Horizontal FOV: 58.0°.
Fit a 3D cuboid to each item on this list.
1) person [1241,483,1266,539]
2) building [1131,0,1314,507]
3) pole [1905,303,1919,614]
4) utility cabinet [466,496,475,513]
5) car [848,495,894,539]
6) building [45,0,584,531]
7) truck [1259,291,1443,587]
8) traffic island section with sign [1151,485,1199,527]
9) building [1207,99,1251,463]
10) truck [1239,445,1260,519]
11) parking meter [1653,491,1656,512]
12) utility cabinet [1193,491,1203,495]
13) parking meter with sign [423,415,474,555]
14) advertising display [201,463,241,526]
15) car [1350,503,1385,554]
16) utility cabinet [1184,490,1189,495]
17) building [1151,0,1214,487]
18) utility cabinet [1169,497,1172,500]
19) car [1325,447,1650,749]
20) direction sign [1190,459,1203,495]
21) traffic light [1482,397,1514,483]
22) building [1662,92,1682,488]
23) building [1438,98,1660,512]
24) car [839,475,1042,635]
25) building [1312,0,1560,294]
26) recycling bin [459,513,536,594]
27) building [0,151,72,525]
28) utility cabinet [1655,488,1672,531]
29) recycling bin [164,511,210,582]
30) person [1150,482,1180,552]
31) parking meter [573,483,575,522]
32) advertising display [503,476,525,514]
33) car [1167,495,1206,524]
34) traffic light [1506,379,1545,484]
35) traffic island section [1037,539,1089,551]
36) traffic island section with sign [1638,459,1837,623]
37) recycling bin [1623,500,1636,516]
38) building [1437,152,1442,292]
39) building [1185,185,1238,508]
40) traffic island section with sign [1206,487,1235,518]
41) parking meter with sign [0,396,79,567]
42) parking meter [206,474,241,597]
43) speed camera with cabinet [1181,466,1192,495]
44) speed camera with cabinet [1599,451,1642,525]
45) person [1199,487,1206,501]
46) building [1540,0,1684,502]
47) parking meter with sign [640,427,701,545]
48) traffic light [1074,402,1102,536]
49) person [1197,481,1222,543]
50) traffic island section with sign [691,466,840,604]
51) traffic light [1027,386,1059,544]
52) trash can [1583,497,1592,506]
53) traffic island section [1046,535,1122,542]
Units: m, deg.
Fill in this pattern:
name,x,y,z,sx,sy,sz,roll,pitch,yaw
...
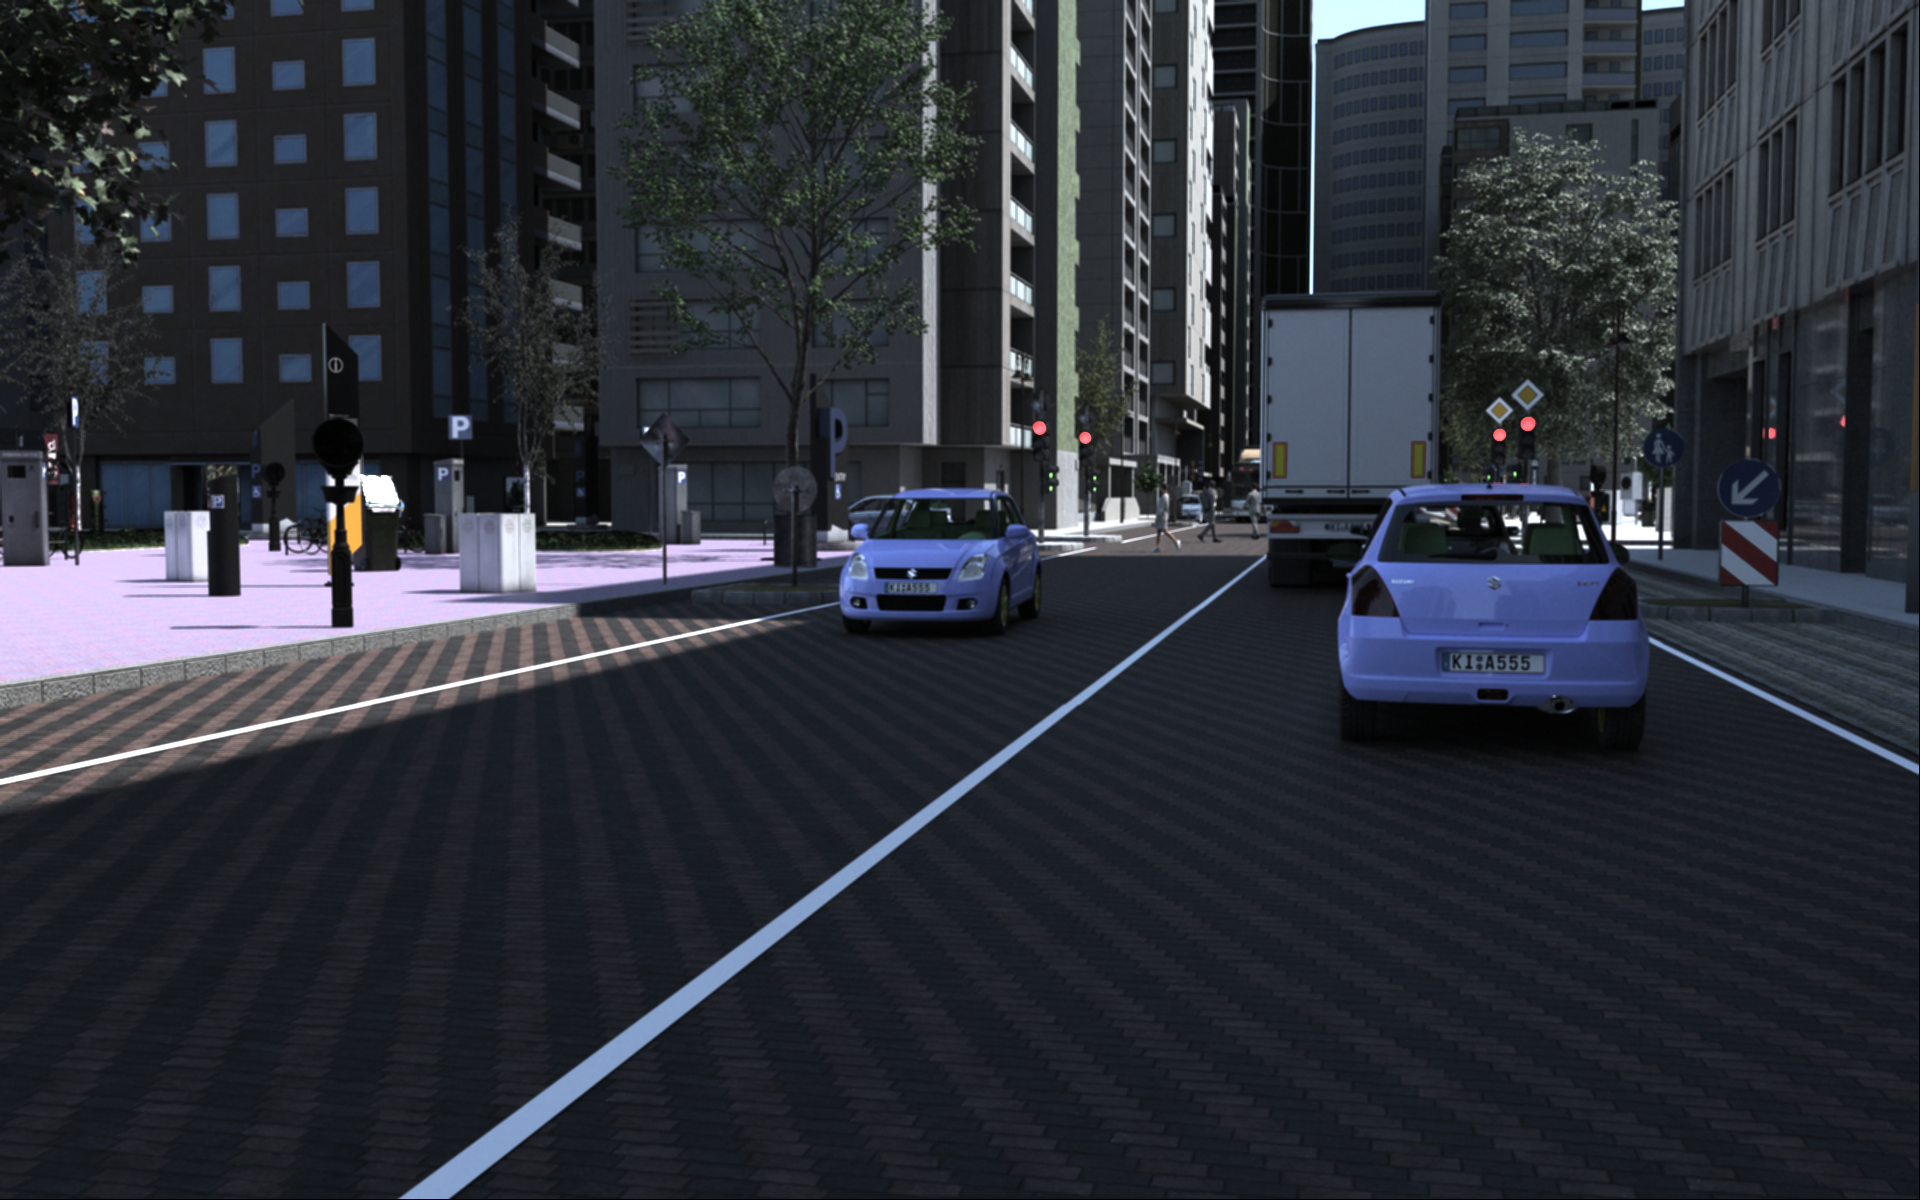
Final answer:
name,x,y,z,sx,sy,sz,roll,pitch,yaw
person,9.327,-2.818,54.849,0.678,1.792,0.850,-1,4,-18
building,33.663,-47.739,218.788,20.611,71.187,20.563,1,4,13
pole,10.302,-1.512,18.560,0.158,3.312,0.155,0,3,0
utility cabinet,-32.034,-6.232,113.051,1.020,1.237,0.306,3,4,36
car,-2.435,-2.335,50.174,4.499,1.417,2.014,1,4,11
building,-24.234,-25.464,66.451,14.200,45.320,14.600,1,4,13
truck,6.611,-2.491,29.641,2.839,4.237,11.283,1,4,12
traffic island section with sign,9.634,-4.196,77.227,1.989,1.847,2.006,1,4,13
building,21.692,-30.088,175.533,14.154,41.232,14.086,1,4,13
truck,17.859,-6.915,101.970,2.839,4.237,11.283,1,4,13
parking meter,42.731,-5.985,106.270,0.372,1.533,0.369,0,3,0
utility cabinet,16.780,-6.813,120.070,1.173,1.500,0.318,1,4,23
parking meter with sign,-11.050,-2.514,37.369,0.543,3.016,1.738,0,4,5
advertising display,-15.496,-1.905,36.364,0.123,1.923,0.974,1,4,19
car,5.694,-0.671,20.755,2.009,1.686,4.222,1,4,13
utility cabinet,13.667,-5.850,104.330,0.318,1.500,1.173,0,4,6
building,6.429,-33.833,142.405,28.713,52.752,27.495,1,4,13
utility cabinet,13.286,-6.013,109.481,0.306,1.237,1.020,-1,4,-15
car,3.330,-0.096,11.160,1.945,1.707,3.694,1,4,13
direction sign,15.362,-7.382,112.697,0.876,3.537,0.379,-1,4,-14
traffic light,15.546,-3.741,50.093,0.839,4.253,0.868,1,4,13
building,82.360,-32.449,180.659,14.200,45.320,14.600,1,4,13
building,44.232,-21.987,131.182,14.160,30.474,14.107,1,4,13
car,-0.148,-0.568,18.872,1.945,1.707,3.694,1,4,11
building,57.978,-41.111,214.157,28.212,58.520,21.231,1,4,13
recycling bin,-6.059,-0.621,22.703,0.722,1.027,0.722,2,4,26
building,-51.753,-32.710,76.810,28.212,58.520,21.231,1,4,13
utility cabinet,24.190,-3.065,58.786,1.173,1.500,0.318,-1,4,-19
recycling bin,-11.232,-0.797,25.593,0.722,1.027,0.722,3,4,36
person,5.059,-2.050,42.768,0.760,1.731,0.466,-1,4,-21
parking meter,-17.628,-4.535,79.851,0.255,1.863,0.399,1,4,12
advertising display,-15.628,-3.403,60.856,0.123,1.923,0.974,2,4,35
car,11.065,-4.448,84.725,2.014,1.417,4.499,1,4,13
traffic light,13.805,-3.265,42.299,0.839,4.253,0.868,1,4,13
traffic island section,2.090,-1.391,45.025,2.009,0.180,2.903,1,4,13
traffic island section with sign,8.898,-0.707,20.185,1.989,1.847,2.006,1,4,13
recycling bin,39.493,-5.478,102.116,0.722,1.027,0.722,1,4,17
building,47.042,-22.831,144.984,14.160,30.474,14.107,1,4,13
building,18.408,-23.882,162.176,14.160,30.474,14.107,1,4,13
traffic island section with sign,15.503,-5.805,103.538,1.989,1.847,2.006,1,4,13
parking meter with sign,-16.686,-2.116,30.864,1.738,3.016,0.543,-1,4,-16
parking meter,-9.282,-0.820,21.816,0.372,1.533,0.369,0,3,0
speed camera with cabinet,16.518,-7.752,121.078,2.038,3.252,0.660,1,4,22
speed camera with cabinet,27.554,-4.775,72.400,0.660,3.252,2.038,-1,4,-22
person,12.794,-5.020,90.849,0.520,1.790,0.573,1,4,15
building,85.707,-40.758,208.390,28.212,58.520,21.231,1,4,13
parking meter with sign,-7.379,-2.945,44.409,1.738,3.016,0.543,3,4,36
traffic light,3.868,-3.899,52.676,0.839,4.253,0.868,1,4,13
person,7.424,-2.610,51.268,0.850,1.850,0.679,-1,4,-17
traffic island section with sign,-2.373,-0.910,23.500,1.989,1.847,2.006,1,4,13
traffic light,2.127,-3.423,44.882,0.839,4.253,0.868,1,4,13
trash can,26.342,-3.771,73.307,0.748,1.137,0.748,0,3,0
traffic island section,3.831,-1.868,52.819,2.009,0.180,2.903,1,4,13
